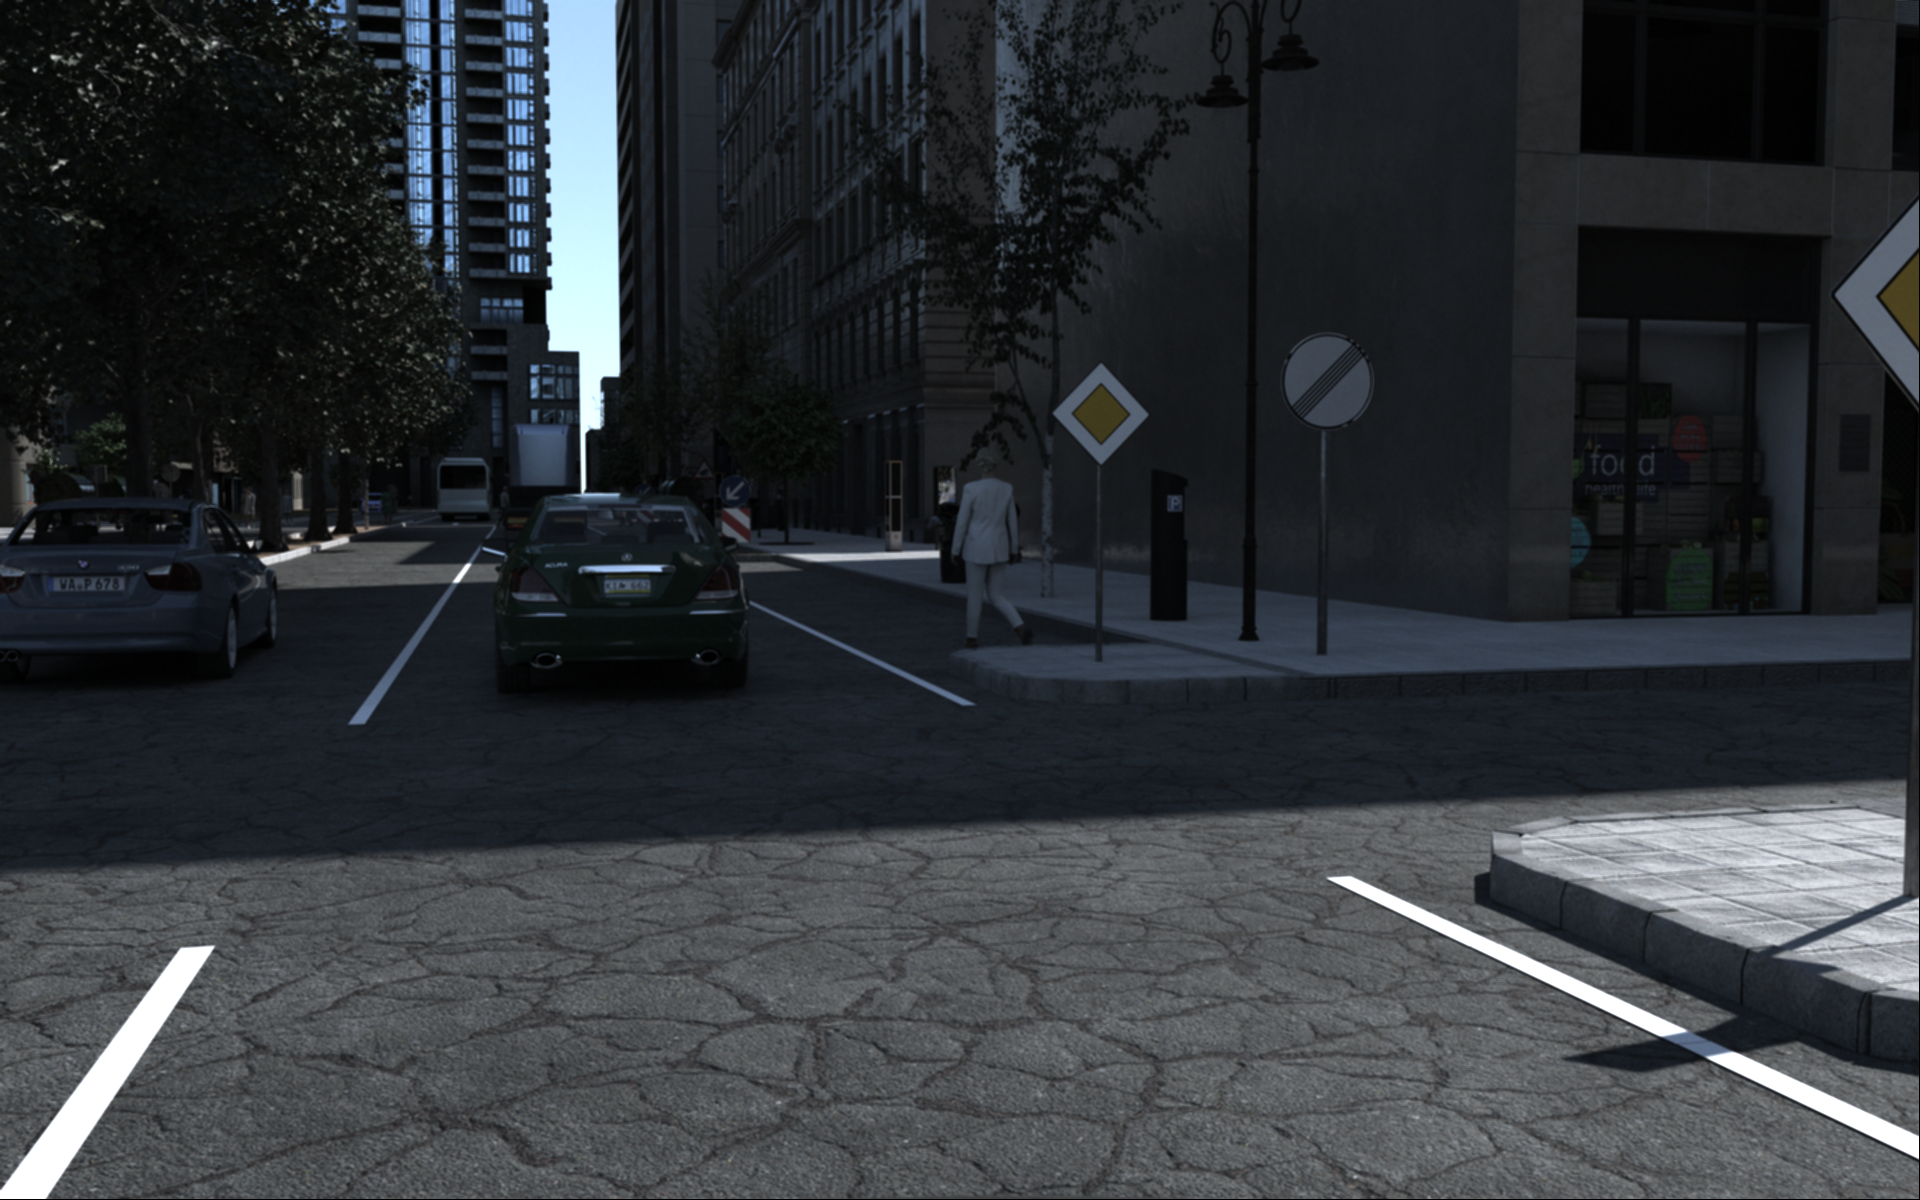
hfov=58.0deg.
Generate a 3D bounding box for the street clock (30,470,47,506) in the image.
[{"bbox_3d":[-28.074,-2.950,52.800,0.471,2.002,0.358,2,4,28],"label":"street clock"}]

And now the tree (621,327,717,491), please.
[{"bbox_3d":[-12.679,-7.686,76.032,4.360,8.622,3.978,0,3,0],"label":"tree"}]

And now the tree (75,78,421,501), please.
[{"bbox_3d":[-14.879,-5.939,33.974,8.767,10.594,7.601,-1,4,-14],"label":"tree"}]

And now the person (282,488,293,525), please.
[{"bbox_3d":[-30.929,-4.291,79.663,0.512,1.701,0.522,-1,4,-9],"label":"person"}]

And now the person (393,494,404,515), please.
[{"bbox_3d":[-39.200,-6.789,120.223,1.217,1.743,0.721,-1,4,-13],"label":"person"}]

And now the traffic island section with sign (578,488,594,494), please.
[{"bbox_3d":[-24.132,-6.328,112.083,1.989,1.847,2.006,-1,4,-14],"label":"traffic island section with sign"}]

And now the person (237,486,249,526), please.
[{"bbox_3d":[-31.878,-4.177,77.134,0.599,1.781,0.374,0,4,-2],"label":"person"}]

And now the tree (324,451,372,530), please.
[{"bbox_3d":[-23.746,-7.109,69.054,4.360,8.622,3.978,0,3,0],"label":"tree"}]

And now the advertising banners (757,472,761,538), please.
[{"bbox_3d":[-5.982,-3.391,51.631,0.090,3.025,2.074,0,4,-5],"label":"advertising banners"}]

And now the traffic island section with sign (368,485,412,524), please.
[{"bbox_3d":[-27.400,-4.593,83.233,2.006,1.907,1.989,-1,4,-14],"label":"traffic island section with sign"}]

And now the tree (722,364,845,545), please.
[{"bbox_3d":[-4.433,-3.700,44.203,4.285,4.588,4.351,0,3,0],"label":"tree"}]

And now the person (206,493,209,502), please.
[{"bbox_3d":[-30.888,-3.792,70.594,0.850,1.850,0.679,-1,4,-20],"label":"person"}]

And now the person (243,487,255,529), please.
[{"bbox_3d":[-29.405,-3.819,71.699,0.466,1.731,0.760,-1,4,-17],"label":"person"}]

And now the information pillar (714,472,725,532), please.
[{"bbox_3d":[-8.146,-3.319,58.753,0.304,2.012,0.304,0,4,6],"label":"information pillar"}]

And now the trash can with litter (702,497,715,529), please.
[{"bbox_3d":[-8.735,-2.989,60.257,0.624,1.170,1.055,-1,4,-17],"label":"trash can with litter"}]

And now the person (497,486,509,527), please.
[{"bbox_3d":[-19.711,-4.043,75.087,0.782,1.767,0.515,3,5,42],"label":"person"}]

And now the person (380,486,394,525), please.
[{"bbox_3d":[-26.678,-4.397,80.636,0.600,1.795,0.529,-2,4,-28],"label":"person"}]

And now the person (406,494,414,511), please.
[{"bbox_3d":[-47.729,-8.476,150.308,0.697,1.427,0.421,-2,4,-33],"label":"person"}]

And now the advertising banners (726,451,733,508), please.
[{"bbox_3d":[-8.813,-4.296,66.421,0.090,3.025,2.074,0,4,-1],"label":"advertising banners"}]

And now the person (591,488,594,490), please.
[{"bbox_3d":[-24.775,-6.606,116.516,0.705,1.824,1.348,0,4,-8],"label":"person"}]

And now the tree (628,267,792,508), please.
[{"bbox_3d":[-7.237,-6.426,55.420,4.737,8.622,4.395,0,3,0],"label":"tree"}]

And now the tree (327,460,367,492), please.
[{"bbox_3d":[-52.592,-10.091,148.700,4.285,4.588,4.351,0,3,0],"label":"tree"}]

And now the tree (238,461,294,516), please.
[{"bbox_3d":[-41.329,-7.314,103.297,4.285,4.588,4.351,0,3,0],"label":"tree"}]

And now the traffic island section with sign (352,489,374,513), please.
[{"bbox_3d":[-46.473,-7.670,134.026,1.989,1.847,2.006,-1,4,-14],"label":"traffic island section with sign"}]

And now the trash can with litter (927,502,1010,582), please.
[{"bbox_3d":[0.089,-0.848,25.255,1.055,1.170,0.624,-3,5,-42],"label":"trash can with litter"}]

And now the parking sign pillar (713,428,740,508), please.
[{"bbox_3d":[-9.561,-5.051,71.055,1.447,3.967,1.447,2,4,28],"label":"parking sign pillar"}]

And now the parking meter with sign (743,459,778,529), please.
[{"bbox_3d":[-7.378,-4.130,63.782,0.543,3.016,1.738,2,4,28],"label":"parking meter with sign"}]

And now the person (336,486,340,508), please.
[{"bbox_3d":[-27.516,-4.203,77.198,0.573,1.828,0.580,1,4,14],"label":"person"}]

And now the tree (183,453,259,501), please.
[{"bbox_3d":[-37.617,-8.280,85.748,4.737,8.622,4.395,0,3,0],"label":"tree"}]

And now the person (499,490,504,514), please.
[{"bbox_3d":[-32.525,-6.950,123.048,0.530,1.710,0.541,-1,4,-12],"label":"person"}]

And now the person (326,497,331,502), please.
[{"bbox_3d":[-40.618,-6.209,110.022,1.348,1.824,0.705,-3,5,-42],"label":"person"}]

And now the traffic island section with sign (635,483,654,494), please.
[{"bbox_3d":[-11.674,-3.343,63.280,1.989,1.847,2.006,-1,4,-14],"label":"traffic island section with sign"}]

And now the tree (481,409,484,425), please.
[{"bbox_3d":[-19.586,-8.138,52.530,9.611,12.733,9.660,0,3,0],"label":"tree"}]

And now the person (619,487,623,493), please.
[{"bbox_3d":[-15.849,-4.413,81.130,0.782,1.767,0.515,2,4,30],"label":"person"}]

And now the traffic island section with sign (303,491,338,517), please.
[{"bbox_3d":[-39.804,-6.072,107.905,1.989,1.847,2.006,-1,4,-14],"label":"traffic island section with sign"}]

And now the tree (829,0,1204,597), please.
[{"bbox_3d":[0.859,-4.345,21.399,4.360,8.622,3.978,0,3,0],"label":"tree"}]

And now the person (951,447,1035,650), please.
[{"bbox_3d":[0.279,-0.409,15.071,0.818,1.842,0.514,3,5,41],"label":"person"}]

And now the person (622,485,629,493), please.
[{"bbox_3d":[-14.687,-4.110,75.802,0.767,1.812,0.694,1,4,21],"label":"person"}]

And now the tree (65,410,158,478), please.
[{"bbox_3d":[-33.067,-5.138,67.728,4.285,4.588,4.351,0,3,0],"label":"tree"}]

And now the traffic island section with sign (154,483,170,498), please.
[{"bbox_3d":[-27.405,-3.096,59.254,1.989,1.847,2.006,-1,4,-14],"label":"traffic island section with sign"}]

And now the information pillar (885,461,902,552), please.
[{"bbox_3d":[-1.470,-2.075,38.415,0.304,2.012,0.304,-2,4,-23],"label":"information pillar"}]

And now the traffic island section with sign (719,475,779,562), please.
[{"bbox_3d":[-5.017,-1.745,37.157,1.989,1.847,2.006,-1,4,-14],"label":"traffic island section with sign"}]

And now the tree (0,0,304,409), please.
[{"bbox_3d":[-9.680,-6.417,14.031,9.857,13.997,8.962,0,3,0],"label":"tree"}]

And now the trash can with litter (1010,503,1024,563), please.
[{"bbox_3d":[0.851,-1.291,32.500,0.624,1.170,1.055,1,4,11],"label":"trash can with litter"}]

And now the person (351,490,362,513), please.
[{"bbox_3d":[-45.368,-7.377,129.896,1.217,1.735,0.721,1,4,9],"label":"person"}]

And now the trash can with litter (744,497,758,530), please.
[{"bbox_3d":[-7.510,-3.049,61.239,0.624,1.170,1.055,-2,4,-25],"label":"trash can with litter"}]

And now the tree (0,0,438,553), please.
[{"bbox_3d":[-16.975,-7.516,42.344,9.611,12.733,9.660,0,3,0],"label":"tree"}]
